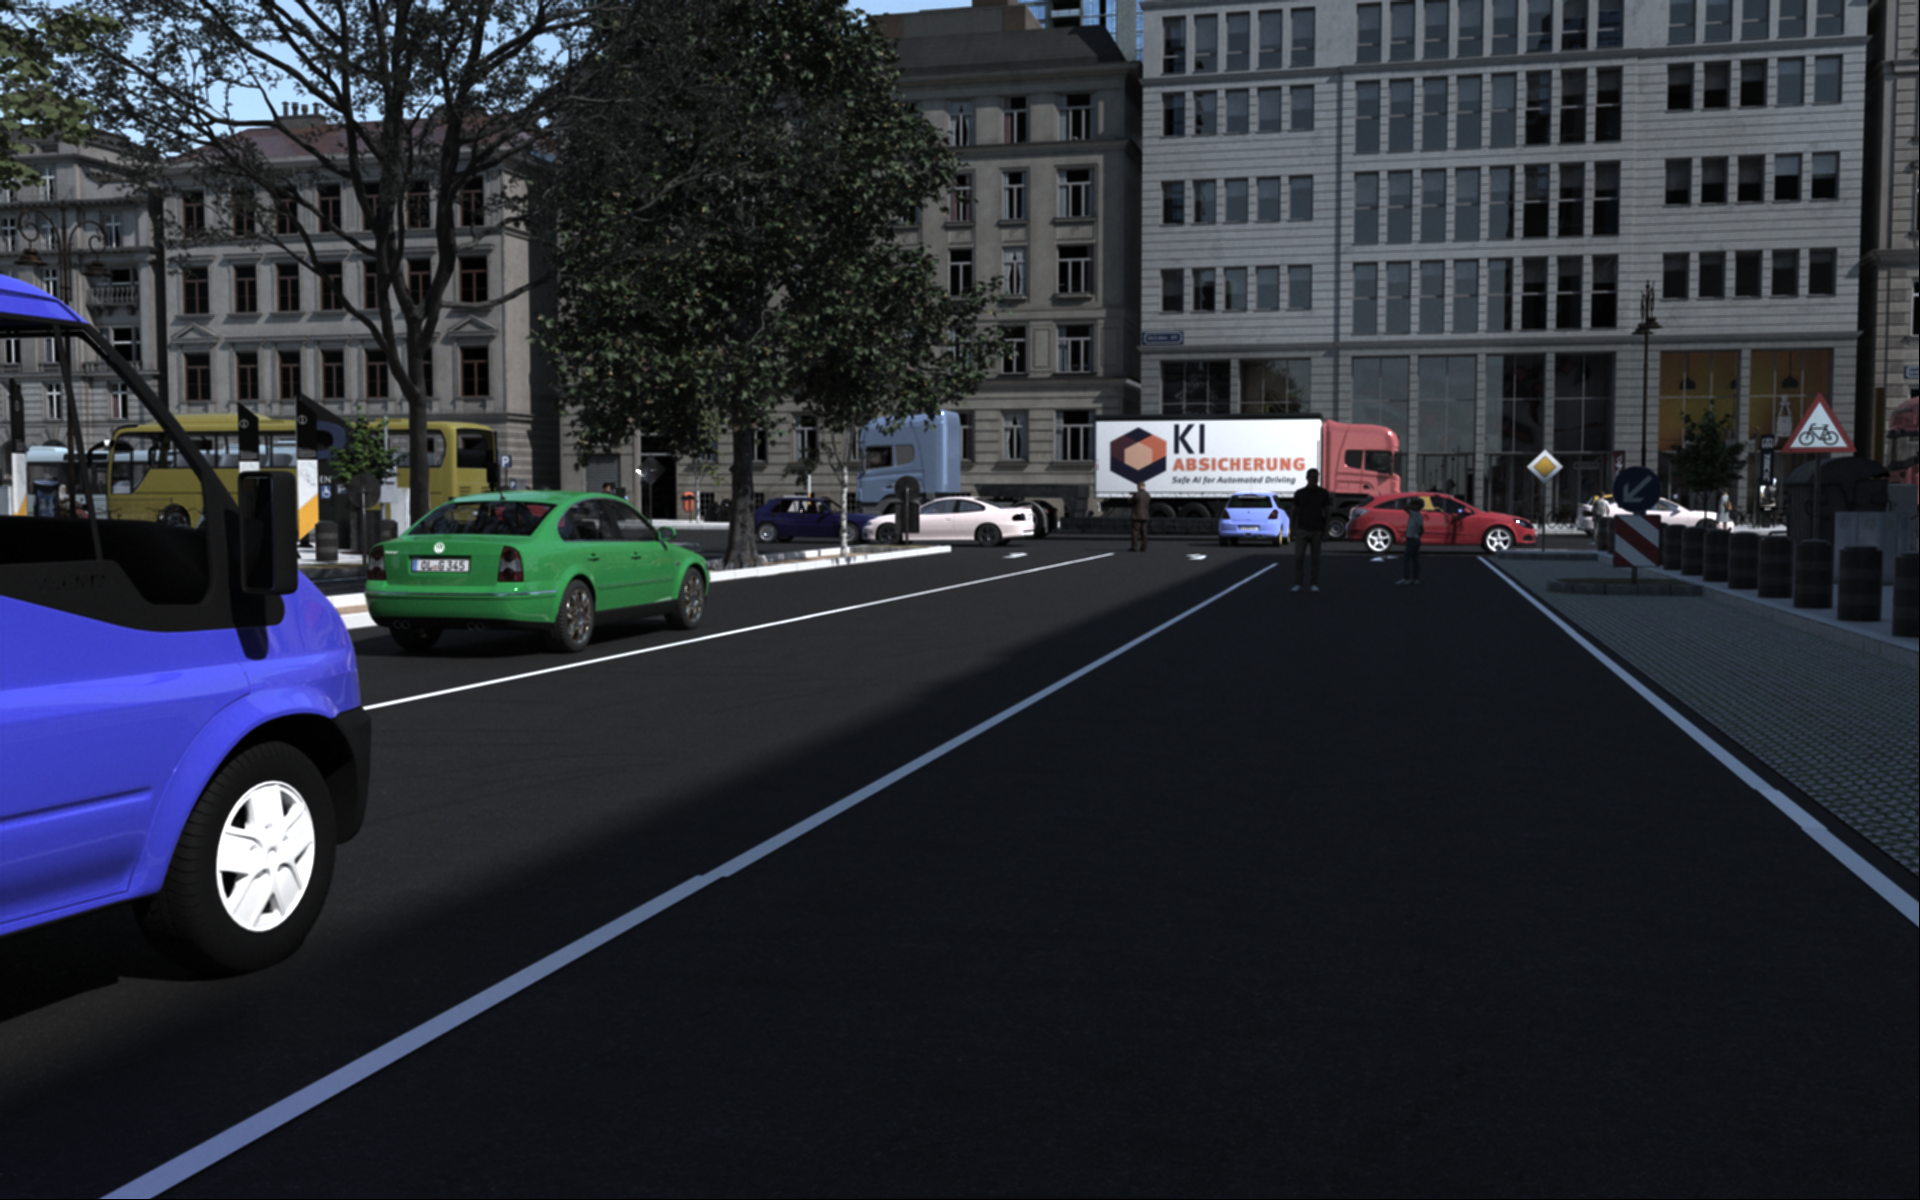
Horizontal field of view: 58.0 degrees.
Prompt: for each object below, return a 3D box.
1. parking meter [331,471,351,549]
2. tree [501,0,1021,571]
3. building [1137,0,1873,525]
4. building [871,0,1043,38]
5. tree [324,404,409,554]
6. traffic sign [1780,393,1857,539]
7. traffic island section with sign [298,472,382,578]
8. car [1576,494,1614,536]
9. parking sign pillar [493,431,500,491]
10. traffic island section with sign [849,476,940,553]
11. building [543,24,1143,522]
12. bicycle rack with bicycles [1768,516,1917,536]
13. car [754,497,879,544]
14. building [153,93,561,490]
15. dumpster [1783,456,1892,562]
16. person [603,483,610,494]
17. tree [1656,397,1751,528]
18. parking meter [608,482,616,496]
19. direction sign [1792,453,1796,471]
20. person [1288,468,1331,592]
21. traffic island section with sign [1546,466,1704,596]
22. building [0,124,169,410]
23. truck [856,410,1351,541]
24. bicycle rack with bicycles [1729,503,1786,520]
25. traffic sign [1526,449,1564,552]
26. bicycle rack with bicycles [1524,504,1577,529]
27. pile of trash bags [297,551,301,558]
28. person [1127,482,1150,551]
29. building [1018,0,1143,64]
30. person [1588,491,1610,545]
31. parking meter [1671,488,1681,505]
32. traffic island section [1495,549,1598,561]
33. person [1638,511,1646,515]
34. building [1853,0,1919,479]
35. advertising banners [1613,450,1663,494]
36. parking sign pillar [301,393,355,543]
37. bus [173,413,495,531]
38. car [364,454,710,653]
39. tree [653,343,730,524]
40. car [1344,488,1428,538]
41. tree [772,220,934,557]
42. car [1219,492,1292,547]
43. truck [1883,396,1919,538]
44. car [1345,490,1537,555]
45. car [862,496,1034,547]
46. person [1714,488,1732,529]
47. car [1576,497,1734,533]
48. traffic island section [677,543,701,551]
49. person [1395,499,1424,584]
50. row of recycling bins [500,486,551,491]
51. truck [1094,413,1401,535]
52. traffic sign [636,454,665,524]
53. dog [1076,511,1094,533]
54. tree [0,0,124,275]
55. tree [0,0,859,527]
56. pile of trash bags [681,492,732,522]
[{"bbox_3d":[-14.371,-2.108,40.177,0.399,1.863,0.255,-2,4,-26],"label":"parking meter"},{"bbox_3d":[-4.008,-6.875,31.877,9.611,12.733,9.660,0,3,0],"label":"tree"},{"bbox_3d":[23.760,-18.455,79.239,29.804,29.767,11.434,1,4,14],"label":"building"},{"bbox_3d":[0.686,-31.107,158.704,14.600,45.320,14.200,1,4,14],"label":"building"},{"bbox_3d":[-12.898,-2.611,37.296,1.663,3.219,1.824,0,3,0],"label":"tree"},{"bbox_3d":[11.046,-1.365,22.328,0.884,2.594,0.081,2,4,24],"label":"traffic sign"},{"bbox_3d":[-10.876,-1.348,30.662,1.989,1.847,2.006,1,4,14],"label":"traffic island section with sign"},{"bbox_3d":[23.351,-3.027,59.718,3.980,1.641,2.015,1,4,15],"label":"car"},{"bbox_3d":[-20.401,-5.246,74.244,1.447,3.967,1.447,1,4,10],"label":"parking sign pillar"},{"bbox_3d":[-1.470,-2.104,42.534,2.006,1.907,1.989,1,4,14],"label":"traffic island section with sign"},{"bbox_3d":[-4.490,-15.688,89.787,30.059,22.955,16.112,1,4,14],"label":"building"},{"bbox_3d":[15.876,-1.074,30.948,2.852,0.926,2.925,3,5,44],"label":"bicycle rack with bicycles"},{"bbox_3d":[-4.180,-2.354,51.073,3.894,1.354,1.945,1,4,14],"label":"car"},{"bbox_3d":[-30.833,-15.717,93.134,21.152,22.565,11.583,1,4,14],"label":"building"},{"bbox_3d":[13.901,-1.328,27.465,1.264,1.857,1.865,1,4,14],"label":"dumpster"},{"bbox_3d":[-9.765,-2.365,47.872,0.504,1.737,0.576,3,4,38],"label":"person"},{"bbox_3d":[15.061,-2.458,34.786,1.663,3.219,1.824,0,3,0],"label":"tree"},{"bbox_3d":[-16.294,-4.609,81.066,0.255,1.863,0.399,1,4,12],"label":"parking meter"},{"bbox_3d":[32.241,-4.587,66.994,0.379,3.537,0.876,1,4,20],"label":"direction sign"},{"bbox_3d":[5.117,-1.025,25.392,0.598,1.807,0.434,2,4,23],"label":"person"},{"bbox_3d":[9.646,-1.017,25.252,1.989,1.847,2.006,1,4,14],"label":"traffic island section with sign"},{"bbox_3d":[-52.439,-15.786,99.895,24.055,21.916,13.314,1,4,14],"label":"building"},{"bbox_3d":[5.336,-3.980,54.833,18.799,4.110,2.967,1,4,13],"label":"truck"},{"bbox_3d":[32.191,-3.407,69.084,2.925,0.926,2.852,0,4,8],"label":"bicycle rack with bicycles"},{"bbox_3d":[12.994,-2.134,38.535,0.795,2.450,0.064,1,4,14],"label":"traffic sign"},{"bbox_3d":[22.115,-3.098,64.029,2.852,0.926,2.925,0,4,1],"label":"bicycle rack with bicycles"},{"bbox_3d":[-13.983,-1.497,34.222,1.912,1.369,3.447,0,4,-8],"label":"pile of trash bags"},{"bbox_3d":[4.462,-2.099,43.505,0.600,1.739,0.565,2,4,28],"label":"person"},{"bbox_3d":[19.406,-57.260,248.870,31.000,86.520,22.319,1,4,14],"label":"building"},{"bbox_3d":[18.026,-2.311,48.872,0.503,1.515,0.523,-1,4,-11],"label":"person"},{"bbox_3d":[27.725,-3.591,67.129,0.372,1.533,0.369,0,3,0],"label":"parking meter"},{"bbox_3d":[13.019,-0.999,38.606,2.009,0.180,2.903,1,4,14],"label":"traffic island section"},{"bbox_3d":[20.140,-2.483,50.975,0.647,1.594,0.662,3,4,36],"label":"person"},{"bbox_3d":[50.377,-16.840,72.596,25.104,27.353,12.463,1,4,14],"label":"building"},{"bbox_3d":[26.923,-4.447,68.898,0.090,3.025,2.074,-3,5,-43],"label":"advertising banners"},{"bbox_3d":[-16.896,-3.536,46.286,1.447,3.967,1.447,-1,4,-11],"label":"parking sign pillar"},{"bbox_3d":[-20.361,-3.752,52.895,12.252,3.916,2.896,1,4,13],"label":"bus"},{"bbox_3d":[-3.973,-0.509,17.126,1.959,1.807,4.718,1,4,14],"label":"car"},{"bbox_3d":[-11.269,-7.541,73.653,4.737,8.622,4.395,0,3,0],"label":"tree"},{"bbox_3d":[13.963,-2.864,57.049,3.980,1.641,2.015,1,4,14],"label":"car"},{"bbox_3d":[-2.581,-5.277,39.093,4.360,8.622,3.978,0,3,0],"label":"tree"},{"bbox_3d":[8.262,-2.373,48.384,1.945,1.707,3.694,1,4,16],"label":"car"},{"bbox_3d":[27.029,-3.128,40.061,11.283,4.237,2.839,1,4,13],"label":"truck"},{"bbox_3d":[11.627,-2.012,41.942,4.494,1.783,2.155,1,4,13],"label":"car"},{"bbox_3d":[-0.336,-2.186,48.099,4.827,1.381,2.083,1,4,13],"label":"car"},{"bbox_3d":[23.697,-2.709,53.789,0.522,1.701,0.512,3,5,43],"label":"person"},{"bbox_3d":[22.656,-2.701,56.530,4.827,1.381,2.083,1,4,13],"label":"car"},{"bbox_3d":[-7.856,-1.323,43.912,2.009,0.180,2.903,1,4,14],"label":"traffic island section"},{"bbox_3d":[7.168,-0.928,27.587,0.340,1.345,0.435,2,4,32],"label":"person"},{"bbox_3d":[-21.417,-4.673,83.512,3.534,1.692,1.069,0,4,-7],"label":"row of recycling bins"},{"bbox_3d":[10.476,-4.425,61.260,11.283,4.237,2.839,1,4,13],"label":"truck"},{"bbox_3d":[-7.831,-2.459,43.845,0.795,2.450,0.064,1,4,14],"label":"traffic sign"},{"bbox_3d":[4.612,-2.920,64.585,0.800,0.831,0.513,0,4,3],"label":"dog"},{"bbox_3d":[-9.214,-5.543,11.219,7.486,12.596,7.792,0,3,0],"label":"tree"},{"bbox_3d":[-6.685,-6.613,20.952,12.009,13.543,11.850,0,3,0],"label":"tree"},{"bbox_3d":[-11.149,-4.262,79.442,3.447,1.369,1.912,-2,4,-31],"label":"pile of trash bags"}]
